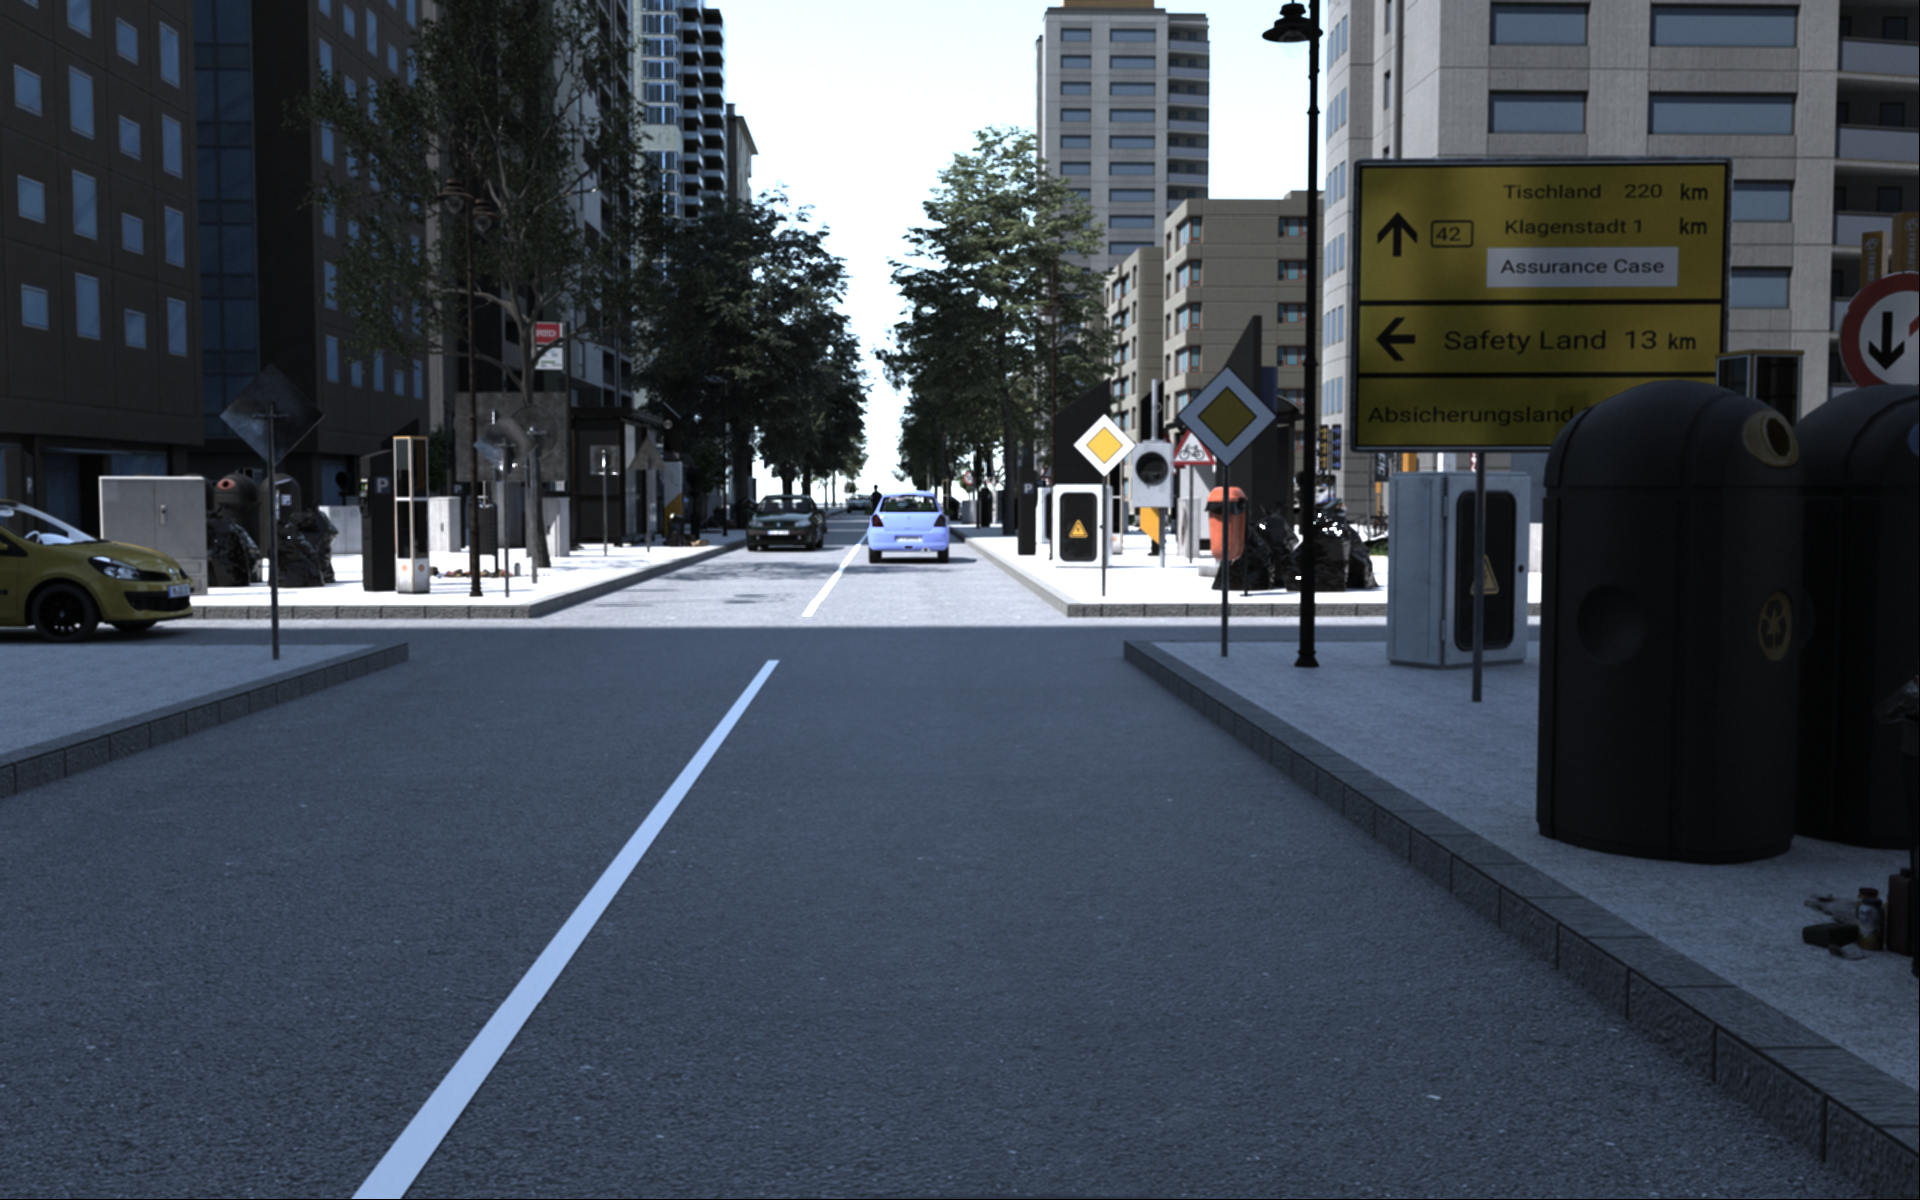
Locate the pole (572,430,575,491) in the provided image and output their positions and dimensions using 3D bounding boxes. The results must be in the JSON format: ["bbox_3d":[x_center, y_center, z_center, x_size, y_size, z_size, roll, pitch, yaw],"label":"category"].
[{"bbox_3d":[-10.749,-3.311,47.975,0.158,3.312,0.155,0,3,0],"label":"pole"}]

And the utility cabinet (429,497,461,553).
[{"bbox_3d":[-11.398,-1.656,38.245,0.306,1.237,1.020,-3,5,-43],"label":"utility cabinet"}]

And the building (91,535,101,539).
[{"bbox_3d":[-28.677,-23.968,41.989,14.600,45.320,14.200,0,4,-2],"label":"building"}]

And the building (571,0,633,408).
[{"bbox_3d":[-33.983,-42.435,132.072,20.563,71.187,20.611,0,4,-2],"label":"building"}]

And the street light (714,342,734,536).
[{"bbox_3d":[-7.179,-4.889,52.726,0.468,5.910,1.993,0,4,-2],"label":"street light"}]

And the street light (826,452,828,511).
[{"bbox_3d":[-9.979,-9.587,129.541,0.468,5.910,1.993,0,4,-2],"label":"street light"}]

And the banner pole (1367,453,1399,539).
[{"bbox_3d":[10.496,-3.277,43.597,0.863,3.779,0.401,-2,4,-27],"label":"banner pole"}]

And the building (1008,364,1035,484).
[{"bbox_3d":[21.415,-24.324,242.734,27.650,21.520,28.899,0,4,-2],"label":"building"}]

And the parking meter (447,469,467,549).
[{"bbox_3d":[-11.855,-2.146,40.806,0.399,1.863,0.255,-3,4,-37],"label":"parking meter"}]

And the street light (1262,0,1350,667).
[{"bbox_3d":[2.583,-2.443,12.724,0.468,5.910,1.993,0,4,-2],"label":"street light"}]

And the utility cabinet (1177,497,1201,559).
[{"bbox_3d":[4.593,-1.451,34.884,0.306,1.237,1.020,0,4,-3],"label":"utility cabinet"}]

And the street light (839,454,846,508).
[{"bbox_3d":[-11.063,-11.505,160.893,0.468,5.910,1.993,0,4,-2],"label":"street light"}]

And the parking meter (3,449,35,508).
[{"bbox_3d":[-12.320,-1.040,22.713,0.255,1.863,0.399,-1,4,-11],"label":"parking meter"}]

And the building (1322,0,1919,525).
[{"bbox_3d":[26.516,-32.496,73.307,21.231,58.520,28.212,0,4,-2],"label":"building"}]

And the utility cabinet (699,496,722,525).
[{"bbox_3d":[-10.089,-3.586,69.792,1.020,1.237,0.306,0,4,-6],"label":"utility cabinet"}]

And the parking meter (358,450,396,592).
[{"bbox_3d":[-7.674,-1.046,22.806,0.255,1.863,0.399,3,5,42],"label":"parking meter"}]

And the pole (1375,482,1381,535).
[{"bbox_3d":[13.150,-3.706,54.431,0.158,3.312,0.155,0,3,0],"label":"pole"}]

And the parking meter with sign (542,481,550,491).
[{"bbox_3d":[-18.476,-4.899,76.361,0.543,3.016,1.738,3,5,40],"label":"parking meter with sign"}]

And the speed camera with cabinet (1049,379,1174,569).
[{"bbox_3d":[2.645,-2.174,29.887,2.038,3.252,0.660,1,4,12],"label":"speed camera with cabinet"}]

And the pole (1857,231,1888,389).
[{"bbox_3d":[7.139,-1.209,13.603,0.158,3.312,0.155,0,3,0],"label":"pole"}]

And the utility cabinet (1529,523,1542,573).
[{"bbox_3d":[9.630,-1.022,27.864,0.306,1.237,1.020,-3,4,-38],"label":"utility cabinet"}]

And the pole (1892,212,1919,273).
[{"bbox_3d":[6.873,-1.151,12.655,0.158,3.312,0.155,0,3,0],"label":"pole"}]

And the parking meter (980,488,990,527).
[{"bbox_3d":[0.987,-3.629,67.749,0.372,1.533,0.369,0,3,0],"label":"parking meter"}]

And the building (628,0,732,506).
[{"bbox_3d":[-38.238,-54.671,206.549,22.319,86.520,31.000,0,4,-2],"label":"building"}]

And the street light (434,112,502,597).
[{"bbox_3d":[-6.058,-2.980,21.506,0.468,5.910,1.993,0,4,-2],"label":"street light"}]

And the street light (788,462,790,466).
[{"bbox_3d":[-8.370,-6.850,84.793,0.468,5.910,1.993,0,4,-2],"label":"street light"}]

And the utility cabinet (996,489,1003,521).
[{"bbox_3d":[2.160,-4.469,81.754,0.318,1.500,1.173,-2,4,-31],"label":"utility cabinet"}]

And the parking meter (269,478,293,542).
[{"bbox_3d":[-10.930,-1.192,27.898,0.372,1.533,0.369,0,3,0],"label":"parking meter"}]

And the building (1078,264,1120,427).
[{"bbox_3d":[25.169,-18.359,145.208,27.650,21.520,28.899,0,4,-2],"label":"building"}]

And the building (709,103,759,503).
[{"bbox_3d":[-42.650,-39.631,237.199,28.713,52.752,27.495,0,4,-2],"label":"building"}]

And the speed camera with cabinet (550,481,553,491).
[{"bbox_3d":[-19.042,-5.302,81.020,2.038,3.252,0.660,3,4,38],"label":"speed camera with cabinet"}]

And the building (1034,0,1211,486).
[{"bbox_3d":[19.718,-41.041,213.021,21.231,58.520,28.212,0,4,-2],"label":"building"}]

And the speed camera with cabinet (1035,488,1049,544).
[{"bbox_3d":[2.792,-3.089,44.839,2.038,3.252,0.660,-2,4,-32],"label":"speed camera with cabinet"}]

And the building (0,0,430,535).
[{"bbox_3d":[-28.856,-25.324,64.155,14.600,45.320,14.200,0,4,-2],"label":"building"}]

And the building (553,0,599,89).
[{"bbox_3d":[-37.834,-31.745,108.261,28.713,52.752,27.495,0,4,-2],"label":"building"}]

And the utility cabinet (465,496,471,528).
[{"bbox_3d":[-18.720,-3.298,65.086,1.020,1.237,0.306,-2,4,-24],"label":"utility cabinet"}]

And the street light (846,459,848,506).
[{"bbox_3d":[-11.862,-12.743,181.138,0.468,5.910,1.993,0,4,-2],"label":"street light"}]

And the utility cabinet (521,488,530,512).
[{"bbox_3d":[-15.332,-3.157,60.294,1.173,1.500,0.318,3,5,39],"label":"utility cabinet"}]

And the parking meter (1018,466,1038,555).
[{"bbox_3d":[1.418,-1.868,36.253,0.399,1.863,0.255,-1,4,-8],"label":"parking meter"}]

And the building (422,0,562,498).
[{"bbox_3d":[-28.461,-19.269,86.750,14.160,30.474,14.107,0,4,-2],"label":"building"}]

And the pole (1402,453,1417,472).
[{"bbox_3d":[6.731,-1.963,25.941,0.158,3.312,0.155,0,3,0],"label":"pole"}]

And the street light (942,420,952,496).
[{"bbox_3d":[-0.943,-8.400,110.121,0.468,5.910,1.993,0,4,-2],"label":"street light"}]

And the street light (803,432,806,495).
[{"bbox_3d":[-8.818,-7.659,98.014,0.468,5.910,1.993,0,4,-2],"label":"street light"}]

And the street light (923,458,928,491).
[{"bbox_3d":[-4.055,-13.459,192.839,0.468,5.910,1.993,0,4,-2],"label":"street light"}]

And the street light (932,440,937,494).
[{"bbox_3d":[-2.055,-10.309,141.341,0.468,5.910,1.993,0,4,-2],"label":"street light"}]

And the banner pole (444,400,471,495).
[{"bbox_3d":[-13.424,-3.429,46.077,0.863,3.779,0.401,1,4,12],"label":"banner pole"}]

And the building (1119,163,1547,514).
[{"bbox_3d":[26.521,-16.597,116.393,27.650,21.520,28.899,0,4,-2],"label":"building"}]

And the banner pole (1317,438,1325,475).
[{"bbox_3d":[13.886,-4.754,67.743,0.863,3.779,0.401,2,4,27],"label":"banner pole"}]

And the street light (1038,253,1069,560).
[{"bbox_3d":[1.803,-3.712,33.474,0.468,5.910,1.993,0,4,-2],"label":"street light"}]

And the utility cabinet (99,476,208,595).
[{"bbox_3d":[-10.060,-0.791,21.620,1.173,1.500,0.318,-2,4,-32],"label":"utility cabinet"}]

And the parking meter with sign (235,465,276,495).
[{"bbox_3d":[-21.358,-3.408,51.981,0.543,3.016,1.738,3,5,44],"label":"parking meter with sign"}]

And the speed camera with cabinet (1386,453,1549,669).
[{"bbox_3d":[4.210,-1.159,13.291,2.038,3.252,0.660,-2,4,-33],"label":"speed camera with cabinet"}]

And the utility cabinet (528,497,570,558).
[{"bbox_3d":[-8.401,-1.476,35.288,1.020,1.237,0.306,3,4,37],"label":"utility cabinet"}]

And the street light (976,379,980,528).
[{"bbox_3d":[0.677,-5.621,64.693,0.468,5.910,1.993,0,4,-2],"label":"street light"}]

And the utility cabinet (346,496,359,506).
[{"bbox_3d":[-18.568,-2.617,53.945,1.020,1.237,0.306,1,4,11],"label":"utility cabinet"}]
